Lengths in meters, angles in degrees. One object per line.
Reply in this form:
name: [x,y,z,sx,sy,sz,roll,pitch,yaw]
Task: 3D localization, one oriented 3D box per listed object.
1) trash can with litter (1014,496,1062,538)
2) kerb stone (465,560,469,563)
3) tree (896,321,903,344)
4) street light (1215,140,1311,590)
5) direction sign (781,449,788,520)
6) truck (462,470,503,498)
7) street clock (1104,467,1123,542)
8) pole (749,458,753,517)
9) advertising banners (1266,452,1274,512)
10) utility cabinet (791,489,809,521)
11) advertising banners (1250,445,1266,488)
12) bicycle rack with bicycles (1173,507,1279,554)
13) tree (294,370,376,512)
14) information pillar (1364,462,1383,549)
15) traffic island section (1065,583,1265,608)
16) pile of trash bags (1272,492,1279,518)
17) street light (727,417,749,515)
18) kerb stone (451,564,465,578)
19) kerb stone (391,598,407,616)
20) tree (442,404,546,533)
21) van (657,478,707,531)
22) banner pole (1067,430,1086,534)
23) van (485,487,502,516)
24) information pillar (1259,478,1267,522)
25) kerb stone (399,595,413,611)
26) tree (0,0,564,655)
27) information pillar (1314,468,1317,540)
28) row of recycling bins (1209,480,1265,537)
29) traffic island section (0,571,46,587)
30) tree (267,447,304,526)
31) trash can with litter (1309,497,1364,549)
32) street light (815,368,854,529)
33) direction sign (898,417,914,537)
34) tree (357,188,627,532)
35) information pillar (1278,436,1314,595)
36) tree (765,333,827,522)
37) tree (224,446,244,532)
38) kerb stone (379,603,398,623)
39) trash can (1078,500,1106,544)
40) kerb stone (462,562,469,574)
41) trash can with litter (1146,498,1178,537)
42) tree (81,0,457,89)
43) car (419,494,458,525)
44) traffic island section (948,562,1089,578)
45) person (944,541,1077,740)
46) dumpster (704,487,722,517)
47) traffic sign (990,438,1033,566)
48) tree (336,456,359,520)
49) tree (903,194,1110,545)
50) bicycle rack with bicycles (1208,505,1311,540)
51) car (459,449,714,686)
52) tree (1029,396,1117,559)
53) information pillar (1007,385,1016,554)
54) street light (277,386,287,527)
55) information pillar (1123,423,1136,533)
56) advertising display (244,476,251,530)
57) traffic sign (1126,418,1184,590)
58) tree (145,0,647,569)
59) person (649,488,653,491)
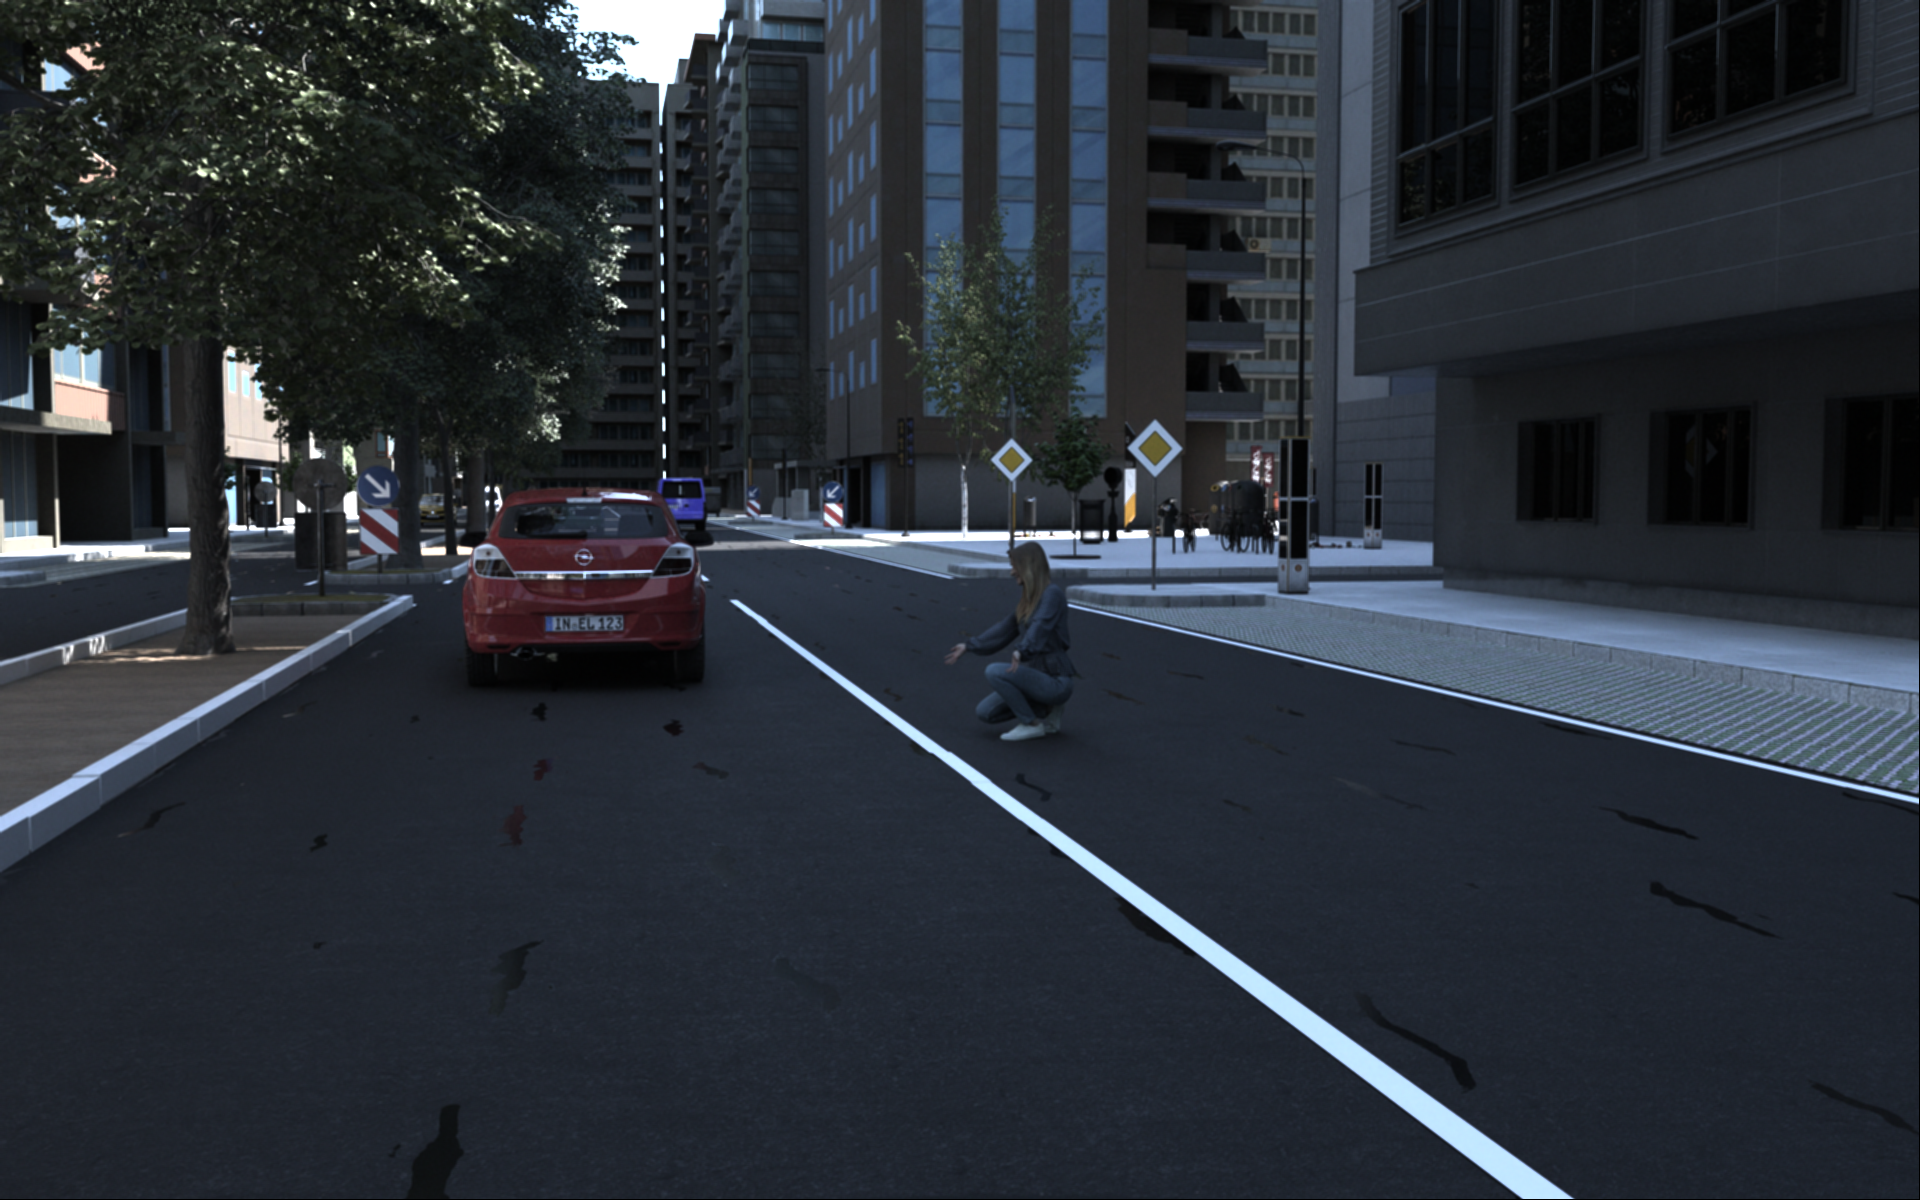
trash can with litter: [2.388,-2.467,51.387,1.678,1.210,2.233,3,5,39]
kerb stone: [-9.146,-0.596,31.995,0.120,0.150,1.000,-1,4,-12]
tree: [0.163,-6.010,48.633,4.737,8.622,4.395,0,3,0]
street light: [4.034,-3.088,23.034,1.470,5.913,1.316,-1,4,-12]
direction sign: [-8.774,-5.784,86.564,0.379,3.537,0.876,0,4,6]
truck: [-32.172,-7.528,118.999,3.469,3.379,9.791,-1,4,-13]
street clock: [4.107,-2.565,46.500,0.471,2.002,0.358,3,5,44]
pole: [-11.788,-6.342,97.538,0.158,3.312,0.155,0,3,0]
advertising banners: [13.717,-4.690,72.871,2.074,3.025,0.090,0,4,3]
utility cabinet: [-7.678,-4.547,83.029,0.318,1.500,1.173,-2,4,-35]
advertising banners: [9.974,-4.016,61.856,2.074,3.025,0.090,-2,4,-30]
bicycle rack with bicycles: [5.727,-1.511,38.089,2.852,0.926,2.925,0,4,8]
tree: [-30.129,-8.108,82.921,4.360,8.622,3.978,0,3,0]
information pillar: [9.644,-2.197,40.415,0.304,2.012,0.304,-2,4,-32]
traffic island section: [2.607,-0.054,23.166,2.009,0.180,2.903,-1,4,-12]
pile of trash bags: [13.951,-4.508,83.457,3.447,1.369,1.912,0,4,-1]
street light: [-13.350,-8.069,104.471,1.470,5.913,1.316,-1,4,-12]
kerb stone: [-8.721,-0.476,29.986,0.120,0.150,1.000,-1,4,-12]
kerb stone: [-6.675,0.116,20.442,0.120,0.150,1.000,-1,4,-12]
tree: [-15.745,-6.386,57.226,4.737,8.622,4.395,0,3,0]
van: [-11.128,-3.935,68.715,2.240,2.365,5.245,-1,4,-11]
banner pole: [3.787,-4.013,55.623,0.401,3.779,0.863,3,5,44]
van: [-26.097,-5.413,95.507,2.013,2.044,4.112,-1,4,-14]
information pillar: [13.895,-4.587,79.496,0.304,2.012,0.304,-1,4,-21]
kerb stone: [-6.885,0.046,21.445,0.120,0.150,1.000,-1,4,-12]
tree: [-6.913,-5.806,15.519,7.486,12.596,7.792,0,3,0]
information pillar: [9.689,-2.665,48.064,0.304,2.012,0.304,2,4,35]
row of recycling bins: [8.552,-2.834,53.453,1.069,1.692,3.534,-1,4,-8]
traffic island section: [-15.829,-0.313,27.404,2.009,0.180,2.903,-1,4,-12]
tree: [-27.228,-4.676,71.050,1.663,3.219,1.824,0,3,0]
trash can with litter: [8.725,-1.854,41.375,2.233,1.210,1.678,-1,4,-13]
street light: [-4.656,-5.594,64.000,1.470,5.913,1.316,-1,4,-12]
direction sign: [-1.612,-3.637,51.464,0.379,3.537,0.876,-2,4,-32]
tree: [-17.724,-9.326,65.303,12.009,13.543,11.850,0,3,0]
information pillar: [4.284,-1.084,22.214,0.304,2.012,0.304,-1,4,-15]
tree: [-6.517,-7.827,78.328,4.360,8.622,3.978,0,3,0]
tree: [-25.021,-3.895,58.285,1.663,3.219,1.824,0,3,0]
kerb stone: [-6.458,0.173,19.439,0.120,0.150,1.000,-1,4,-12]
trash can: [3.392,-2.014,44.582,0.748,1.137,0.748,0,3,0]
kerb stone: [-8.928,-0.538,30.990,0.120,0.150,1.000,-1,4,-12]
trash can with litter: [5.991,-2.465,51.685,0.624,1.170,1.055,-3,5,-42]
tree: [-5.003,-4.362,8.186,8.767,10.594,7.601,-1,4,-12]
car: [-23.647,-4.150,78.076,2.015,1.641,3.980,-1,4,-13]
traffic island section: [0.935,-0.532,30.974,2.009,0.180,2.903,-1,4,-12]
person: [0.338,0.236,10.138,0.738,1.151,1.012,0,4,-8]
dumpster: [-15.695,-6.044,107.037,1.865,1.857,1.264,-1,4,-13]
traffic sign: [0.914,-1.667,30.892,0.795,2.450,0.064,-1,4,-12]
tree: [-30.810,-5.677,87.417,1.663,3.219,1.824,0,3,0]
tree: [1.543,-5.697,43.501,4.737,8.622,4.395,0,3,0]
bicycle rack with bicycles: [8.161,-2.073,47.284,2.852,0.926,2.925,0,4,-1]
car: [-3.122,-0.336,14.531,2.155,1.783,4.494,-1,4,-11]
tree: [2.161,-2.441,34.515,1.663,3.219,1.824,0,3,0]
information pillar: [1.122,-2.800,37.139,0.183,3.616,0.504,0,4,-5]
street light: [-26.042,-5.827,67.815,1.470,5.913,1.316,-1,4,-12]
information pillar: [5.564,-3.996,56.690,0.183,3.616,0.504,-2,4,-32]
advertising display: [-25.589,-3.486,62.206,0.123,1.923,0.974,-1,4,-19]
traffic sign: [2.586,-1.189,23.084,0.795,2.450,0.064,-1,4,-12]
tree: [-10.348,-7.507,31.852,9.857,13.997,8.962,0,3,0]
person: [-16.020,-4.933,89.998,0.563,1.720,0.643,-2,4,-31]
